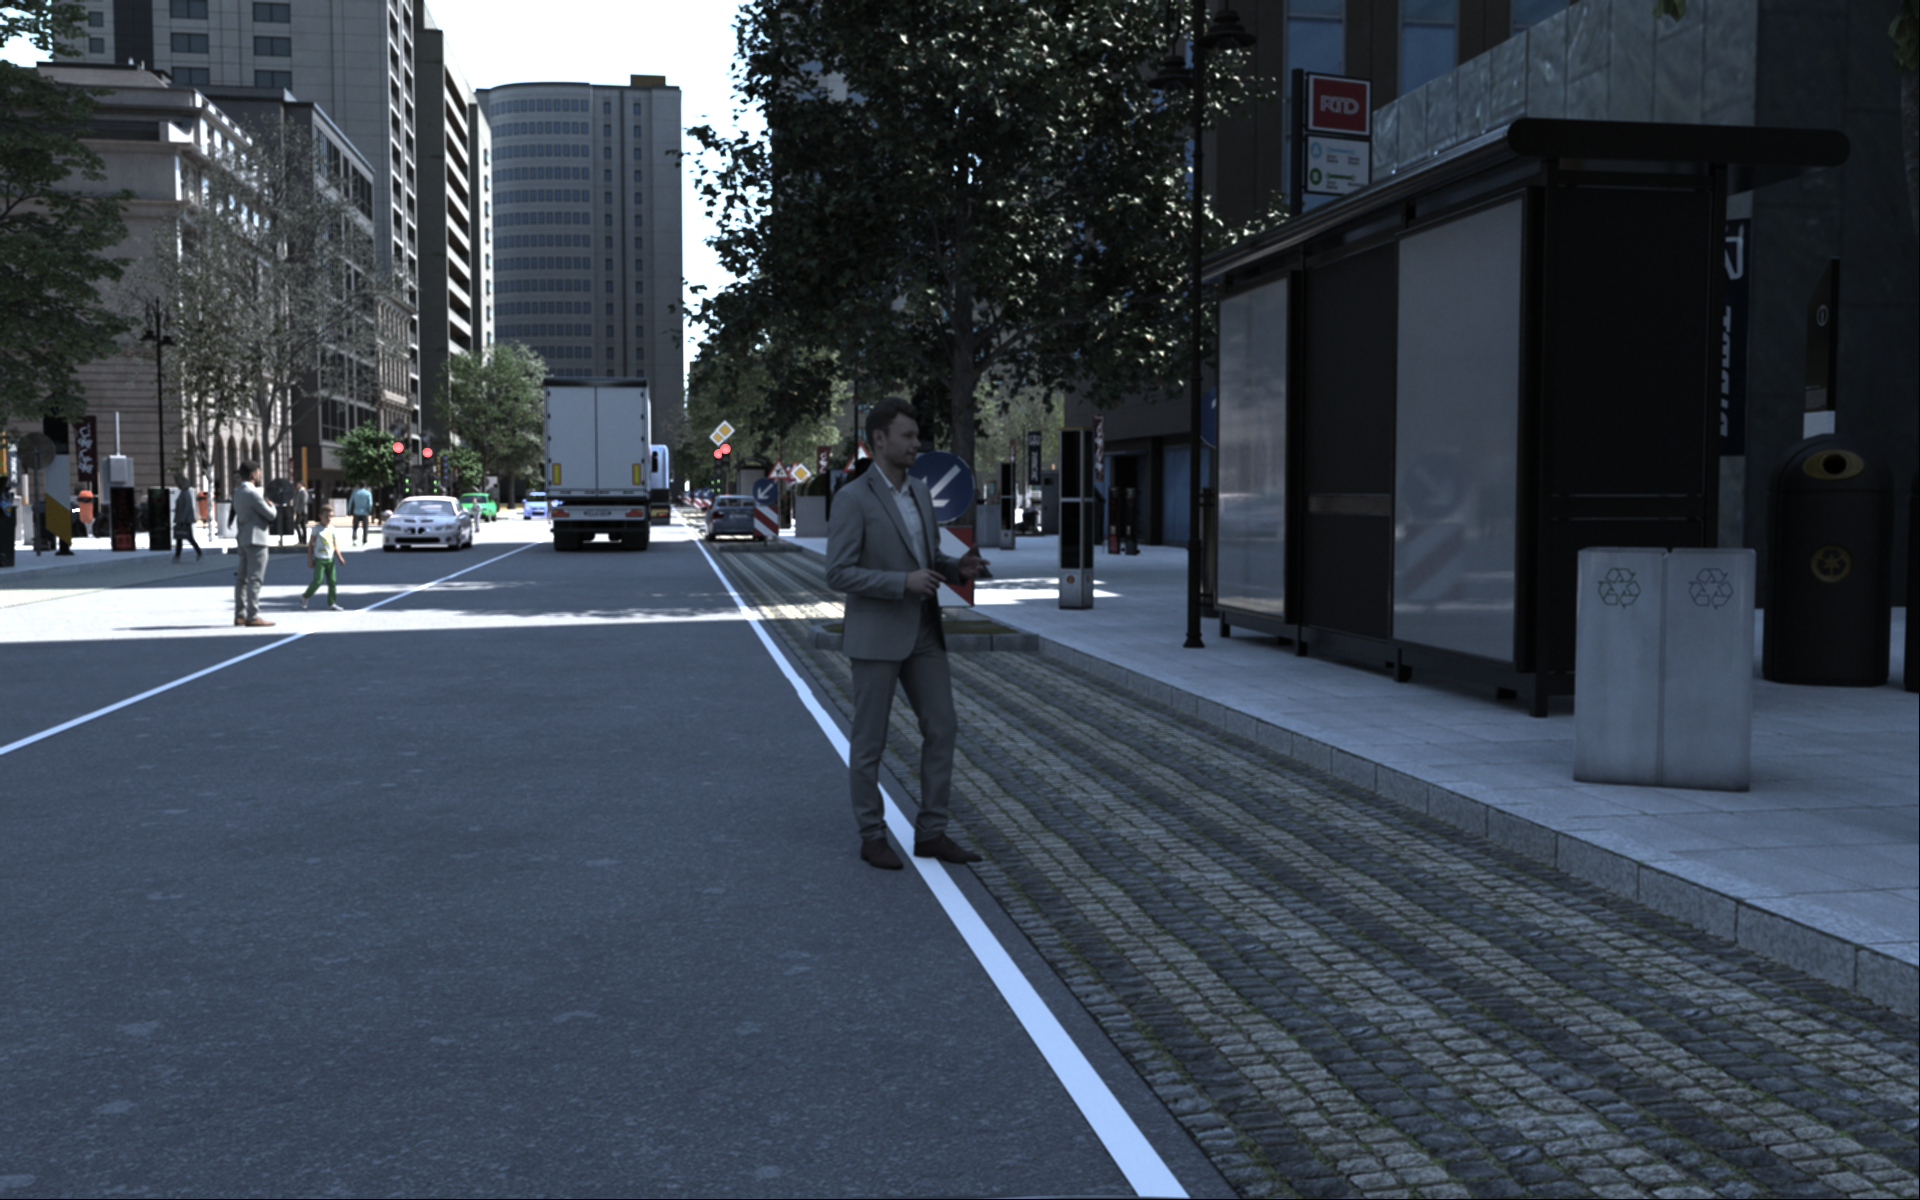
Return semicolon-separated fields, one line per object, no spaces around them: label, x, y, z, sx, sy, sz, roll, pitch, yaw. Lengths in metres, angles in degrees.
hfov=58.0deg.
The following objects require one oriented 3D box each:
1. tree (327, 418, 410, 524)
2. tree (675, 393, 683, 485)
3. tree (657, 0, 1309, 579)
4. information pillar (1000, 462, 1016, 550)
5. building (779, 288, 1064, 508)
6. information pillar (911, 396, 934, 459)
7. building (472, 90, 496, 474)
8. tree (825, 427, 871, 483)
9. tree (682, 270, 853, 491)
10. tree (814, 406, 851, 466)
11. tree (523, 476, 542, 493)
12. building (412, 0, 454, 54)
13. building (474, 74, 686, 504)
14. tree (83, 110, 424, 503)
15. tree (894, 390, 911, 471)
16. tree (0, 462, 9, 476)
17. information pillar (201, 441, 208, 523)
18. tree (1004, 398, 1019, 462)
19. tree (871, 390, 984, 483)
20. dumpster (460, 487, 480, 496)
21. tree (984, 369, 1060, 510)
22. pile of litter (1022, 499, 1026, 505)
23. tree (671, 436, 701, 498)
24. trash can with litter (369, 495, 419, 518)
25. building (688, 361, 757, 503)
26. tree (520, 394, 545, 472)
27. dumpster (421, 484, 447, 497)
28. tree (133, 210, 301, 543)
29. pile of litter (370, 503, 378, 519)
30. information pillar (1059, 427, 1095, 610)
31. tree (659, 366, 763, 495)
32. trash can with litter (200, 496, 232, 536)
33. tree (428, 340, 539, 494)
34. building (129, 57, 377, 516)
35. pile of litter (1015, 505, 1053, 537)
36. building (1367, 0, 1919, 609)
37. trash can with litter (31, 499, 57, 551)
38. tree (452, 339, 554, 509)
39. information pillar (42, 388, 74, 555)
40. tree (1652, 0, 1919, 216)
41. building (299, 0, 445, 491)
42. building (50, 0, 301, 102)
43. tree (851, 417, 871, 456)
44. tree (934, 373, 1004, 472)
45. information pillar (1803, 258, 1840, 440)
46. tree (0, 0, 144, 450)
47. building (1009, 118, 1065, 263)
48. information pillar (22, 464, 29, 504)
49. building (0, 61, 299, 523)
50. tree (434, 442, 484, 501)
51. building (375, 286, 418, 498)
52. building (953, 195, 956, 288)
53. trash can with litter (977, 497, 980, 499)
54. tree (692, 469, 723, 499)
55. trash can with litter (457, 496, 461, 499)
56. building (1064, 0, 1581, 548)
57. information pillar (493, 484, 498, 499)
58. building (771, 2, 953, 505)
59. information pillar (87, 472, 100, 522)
tree;-25.385;-5.552;74.492;4.285;4.588;4.351;0;3;0
tree;-14.082;-11.732;109.945;7.486;12.596;7.792;0;3;0
tree;0.110;-6.686;26.332;9.611;12.733;9.660;0;3;0
information pillar;1.100;-2.170;39.976;0.304;2.012;0.304;1;4;15
building;-3.722;-20.285;176.705;27.650;21.520;28.899;-1;4;-10
information pillar;-0.738;-2.655;34.756;0.504;3.616;0.183;-1;4;-21
building;-65.170;-35.129;198.053;21.600;48.544;21.300;-1;4;-10
tree;-3.129;-3.375;49.782;1.663;3.219;1.824;0;3;0
tree;-8.454;-9.969;81.118;7.486;12.596;7.792;0;3;0
tree;-10.194;-11.638;140.650;4.360;8.622;3.978;0;3;0
tree;-39.627;-10.105;159.818;1.663;3.219;1.824;0;3;0
building;-61.009;-33.598;173.035;21.300;48.544;21.600;-1;4;-10
building;-53.375;-42.989;244.874;28.212;58.520;21.231;-1;4;-10
tree;-21.954;-8.837;54.862;12.009;13.543;11.850;0;3;0
tree;-3.690;-9.515;105.940;4.737;8.622;4.395;0;3;0
tree;-31.233;-3.695;55.020;1.663;3.219;1.824;0;3;0
information pillar;-33.223;-5.188;76.182;0.183;3.616;0.504;0;4;-8
tree;4.850;-10.535;122.607;4.737;8.622;4.395;0;3;0
tree;-1.771;-8.831;94.747;4.360;8.622;3.978;0;3;0
dumpster;-34.672;-7.135;122.410;1.264;1.857;1.865;-1;4;-10
tree;3.823;-8.980;97.182;4.360;8.622;3.978;0;3;0
pile of litter;5.276;-8.113;146.606;1.176;0.858;1.719;-1;4;-17
tree;-31.705;-16.816;209.346;8.767;10.594;7.601;3;5;40
trash can with litter;-30.697;-5.027;93.244;2.233;1.210;1.678;1;4;8
building;-25.118;-25.037;254.398;28.899;21.520;27.650;-1;4;-10
tree;-44.528;-17.024;188.718;12.009;13.543;11.850;0;3;0
dumpster;-30.483;-5.783;100.312;1.264;1.857;1.865;-1;4;-10
tree;-19.784;-5.835;45.772;4.360;8.622;3.978;0;3;0
pile of litter;-29.617;-4.582;88.880;1.176;0.858;1.719;-2;4;-30
information pillar;1.295;-0.903;19.259;0.304;2.012;0.304;2;4;29
tree;-18.015;-13.682;134.063;12.009;13.543;11.850;0;3;0
trash can with litter;-22.186;-2.587;53.353;2.233;1.210;1.678;-1;4;-22
tree;-31.955;-11.657;116.346;9.928;11.665;9.643;0;3;0
building;-46.440;-19.410;110.854;14.314;27.812;24.014;-1;4;-10
pile of litter;2.016;-2.367;52.670;1.719;0.858;1.176;3;5;45
building;20.569;-42.874;13.658;22.319;86.520;31.000;-1;4;-10
trash can with litter;-20.767;-1.712;39.375;0.624;1.170;1.055;-1;4;-23
tree;-37.394;-14.517;144.001;9.857;13.997;8.962;0;3;0
information pillar;-18.871;-2.744;36.214;0.504;3.616;0.183;-3;4;-36
tree;3.436;-3.396;5.893;4.737;8.622;4.395;0;3;0
building;-56.627;-43.615;151.350;20.563;71.187;20.611;-1;4;-10
building;-86.998;-46.247;194.389;20.611;71.187;20.563;-1;4;-10
tree;-5.285;-10.867;128.032;4.360;8.622;3.978;0;3;0
tree;0.281;-13.782;143.465;7.486;12.596;7.792;0;3;0
information pillar;8.669;-1.597;17.474;0.183;3.616;0.504;0;4;0
tree;-17.879;-6.743;28.375;7.486;12.596;7.792;0;3;0
building;14.987;-36.038;212.916;21.600;48.544;21.300;-1;4;-10
information pillar;-39.256;-4.977;72.723;0.183;3.616;0.504;-3;5;-44
building;-42.476;-15.020;87.372;13.314;21.916;24.055;-1;4;-10
tree;-31.551;-7.678;109.254;4.285;4.588;4.351;0;3;0
building;-48.179;-16.399;132.745;10.561;19.102;19.286;-1;4;-10
building;-2.066;-36.736;250.745;14.200;45.320;14.600;-1;4;-10
trash can with litter;0.648;-6.256;113.337;2.233;1.210;1.678;0;4;6
tree;-24.169;-11.236;167.415;4.285;4.588;4.351;0;3;0
trash can with litter;-32.502;-6.216;113.024;0.624;1.170;1.055;-1;4;-21
building;11.085;-24.108;44.282;14.600;45.320;14.200;-1;4;-10
information pillar;-33.199;-7.311;124.020;0.304;2.012;0.304;0;4;3
building;-11.550;-40.439;203.169;21.231;58.520;28.212;-1;4;-10
information pillar;-29.262;-3.303;58.498;0.304;2.012;0.304;3;5;45
